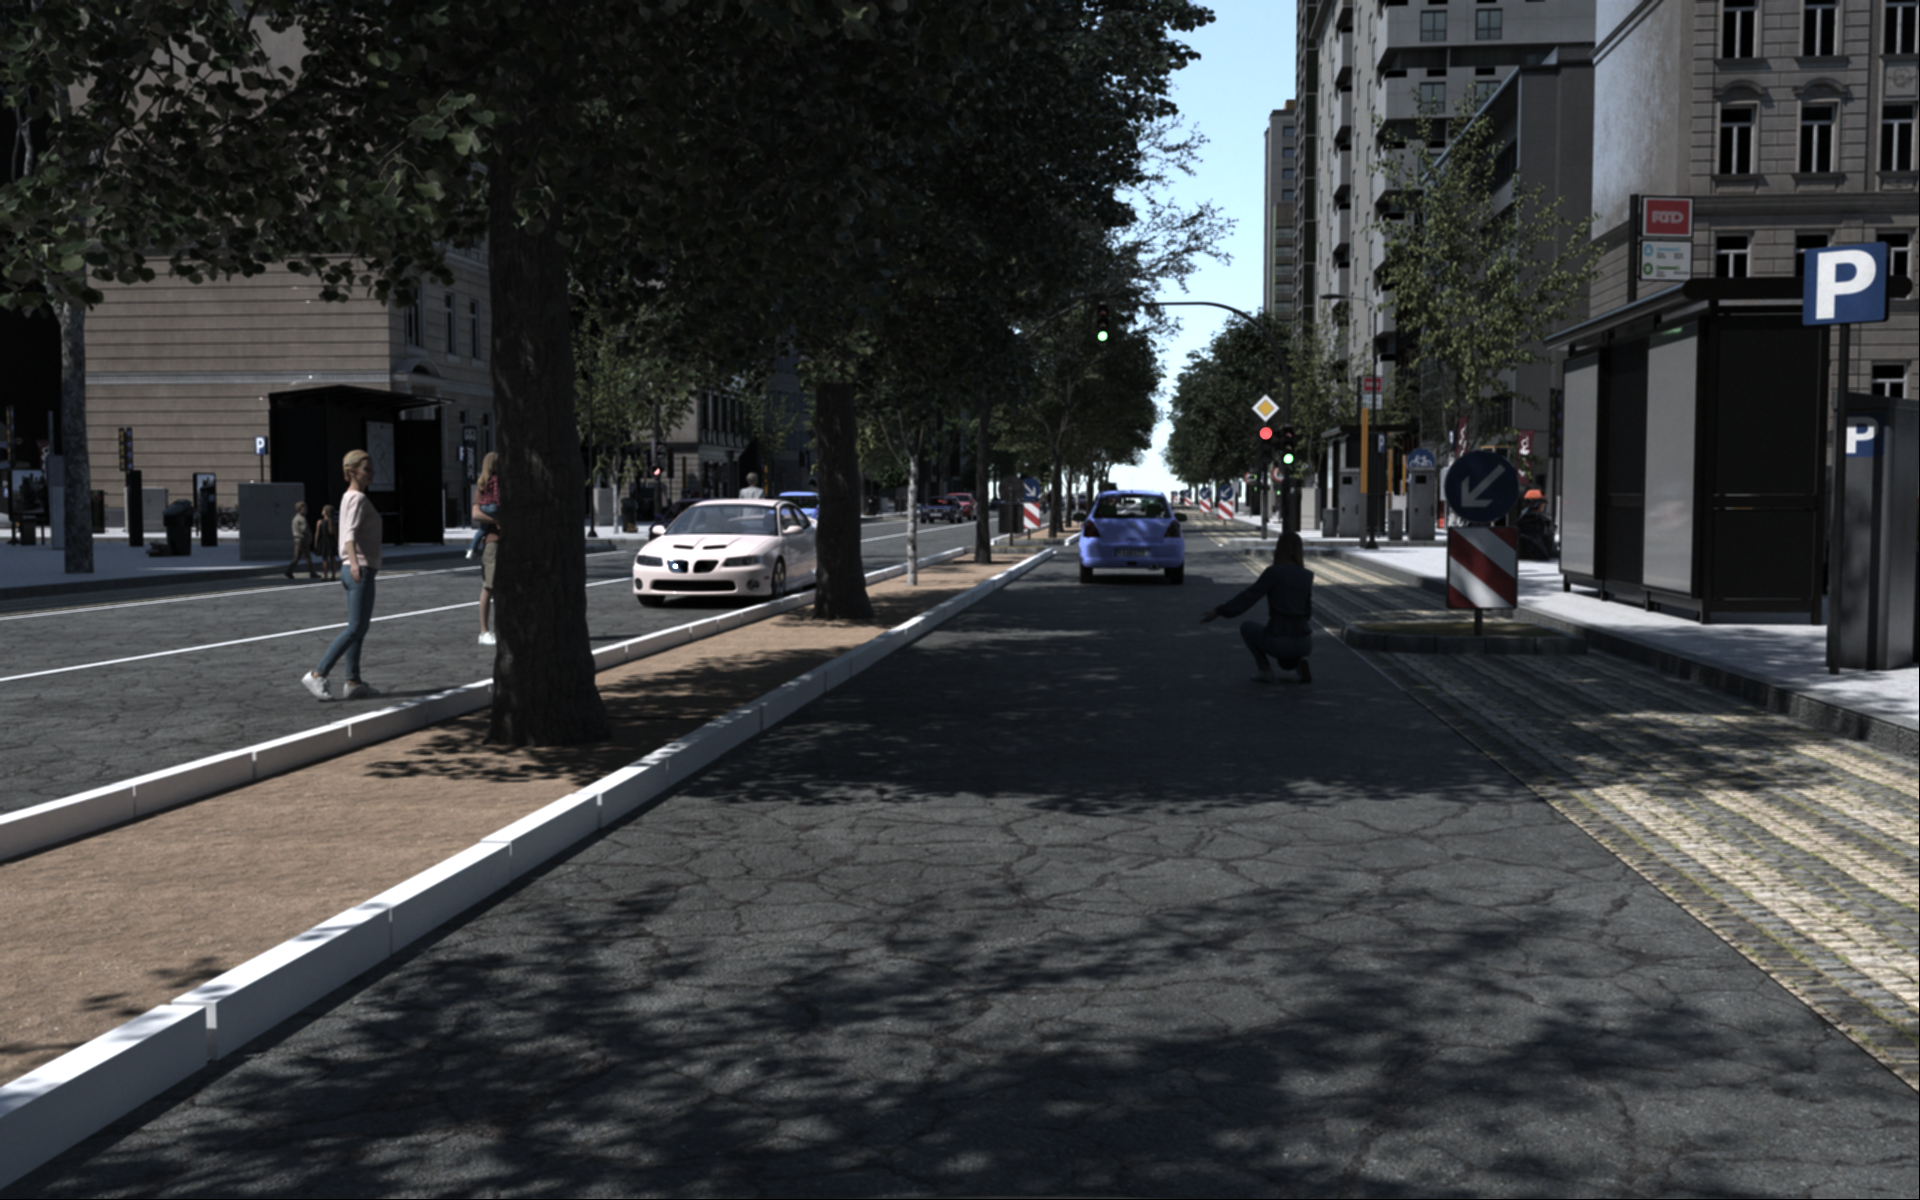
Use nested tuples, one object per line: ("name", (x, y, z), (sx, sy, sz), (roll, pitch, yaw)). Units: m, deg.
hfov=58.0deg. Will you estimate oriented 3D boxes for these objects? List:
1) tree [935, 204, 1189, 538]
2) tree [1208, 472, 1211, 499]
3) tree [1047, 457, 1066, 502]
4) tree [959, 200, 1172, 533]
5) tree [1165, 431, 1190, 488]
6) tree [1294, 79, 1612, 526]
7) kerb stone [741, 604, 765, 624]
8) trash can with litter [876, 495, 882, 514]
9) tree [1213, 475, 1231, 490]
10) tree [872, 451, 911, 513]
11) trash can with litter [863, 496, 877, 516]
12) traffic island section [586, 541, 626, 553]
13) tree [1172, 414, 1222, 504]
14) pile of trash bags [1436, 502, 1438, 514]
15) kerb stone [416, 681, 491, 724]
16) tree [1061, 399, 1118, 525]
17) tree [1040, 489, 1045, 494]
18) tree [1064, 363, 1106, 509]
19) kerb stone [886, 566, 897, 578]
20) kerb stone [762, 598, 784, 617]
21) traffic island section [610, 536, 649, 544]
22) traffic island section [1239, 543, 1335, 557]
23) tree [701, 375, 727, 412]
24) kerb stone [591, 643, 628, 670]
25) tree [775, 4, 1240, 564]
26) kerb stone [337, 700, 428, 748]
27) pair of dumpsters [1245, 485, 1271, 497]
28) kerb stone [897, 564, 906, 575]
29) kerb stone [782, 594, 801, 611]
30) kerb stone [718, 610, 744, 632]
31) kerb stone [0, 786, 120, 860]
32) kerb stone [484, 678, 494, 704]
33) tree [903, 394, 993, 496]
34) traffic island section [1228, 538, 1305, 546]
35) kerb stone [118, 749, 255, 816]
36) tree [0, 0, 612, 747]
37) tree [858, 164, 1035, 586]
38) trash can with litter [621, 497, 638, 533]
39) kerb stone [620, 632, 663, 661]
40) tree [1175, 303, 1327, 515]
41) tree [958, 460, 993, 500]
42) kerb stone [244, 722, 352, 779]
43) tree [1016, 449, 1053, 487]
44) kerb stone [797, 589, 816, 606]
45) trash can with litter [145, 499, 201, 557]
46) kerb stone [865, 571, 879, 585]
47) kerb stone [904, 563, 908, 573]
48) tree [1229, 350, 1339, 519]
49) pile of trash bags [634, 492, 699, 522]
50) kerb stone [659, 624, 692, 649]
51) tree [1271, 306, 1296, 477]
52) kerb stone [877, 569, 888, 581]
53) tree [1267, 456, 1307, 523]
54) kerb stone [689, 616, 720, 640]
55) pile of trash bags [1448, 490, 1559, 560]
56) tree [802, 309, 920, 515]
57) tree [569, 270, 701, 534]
("tree", (2.952, -7.272, 55.763), (8.767, 10.594, 7.601), (0, 4, 6))
("tree", (25.923, -15.088, 181.096), (7.601, 10.594, 8.767), (2, 4, 27))
("tree", (13.859, -21.389, 275.471), (9.928, 11.665, 9.643), (0, 3, 0))
("tree", (3.673, -8.729, 63.299), (7.486, 12.596, 7.792), (0, 3, 0))
("tree", (33.175, -19.794, 249.380), (9.928, 11.665, 9.643), (0, 3, 0))
("tree", (9.079, -4.941, 31.148), (4.737, 8.622, 4.395), (0, 3, 0))
("kerb stone", (-2.373, 0.177, 19.343), (0.120, 0.150, 1.000), (0, 4, 6))
("trash can with litter", (-5.855, -6.091, 110.649), (2.233, 1.210, 1.678), (-1, 4, -17))
("tree", (21.512, -8.896, 140.043), (1.663, 3.219, 1.824), (0, 3, 0))
("tree", (-4.408, -8.190, 117.620), (4.285, 4.588, 4.351), (0, 3, 0))
("trash can with litter", (-5.279, -5.472, 100.851), (0.624, 1.170, 1.055), (-3, 4, -39))
("traffic island section", (-9.760, -1.262, 42.908), (2.009, 0.180, 2.903), (0, 4, 6))
("tree", (29.561, -18.295, 217.245), (7.486, 12.596, 7.792), (0, 3, 0))
("pile of trash bags", (23.311, -4.587, 84.751), (3.447, 1.369, 1.912), (0, 4, -7))
("kerb stone", (-3.295, 0.673, 11.200), (0.120, 0.150, 1.000), (0, 4, 6))
("tree", (5.367, -7.711, 78.891), (4.360, 8.622, 3.978), (0, 3, 0))
("tree", (11.958, -16.139, 258.470), (1.663, 3.219, 1.824), (0, 3, 0))
("tree", (5.220, -8.055, 84.520), (4.737, 8.622, 4.395), (0, 3, 0))
("kerb stone", (-1.243, -0.449, 29.530), (0.120, 0.150, 1.000), (0, 4, 6))
("kerb stone", (-2.264, 0.116, 20.360), (0.120, 0.150, 1.000), (0, 4, 6))
("traffic island section", (-8.874, -1.747, 50.843), (2.009, 0.180, 2.903), (0, 4, 6))
("traffic island section", (7.722, -1.142, 40.957), (2.009, 0.180, 2.903), (0, 4, 6))
("tree", (-10.751, -6.784, 61.285), (4.737, 8.622, 4.395), (0, 3, 0))
("kerb stone", (-2.961, 0.490, 14.251), (0.120, 0.150, 1.000), (0, 4, 6))
("tree", (0.453, -7.495, 35.373), (12.009, 13.543, 11.850), (0, 3, 0))
("kerb stone", (-3.405, 0.735, 10.173), (0.120, 0.150, 1.000), (0, 4, 6))
("pair of dumpsters", (20.455, -7.109, 118.729), (1.574, 2.255, 4.437), (0, 4, 7))
("kerb stone", (-1.133, -0.510, 30.564), (0.120, 0.150, 1.000), (0, 4, 6))
("kerb stone", (-2.150, 0.058, 21.376), (0.120, 0.150, 1.000), (0, 4, 6))
("kerb stone", (-2.490, 0.243, 18.328), (0.120, 0.150, 1.000), (0, 4, 6))
("kerb stone", (-3.744, 0.922, 7.115), (0.120, 0.150, 1.000), (0, 4, 6))
("kerb stone", (-3.180, 0.610, 12.218), (0.120, 0.150, 1.000), (0, 4, 6))
("tree", (-1.311, -13.034, 138.867), (9.928, 11.665, 9.643), (0, 3, 0))
("traffic island section", (8.608, -1.628, 48.893), (2.009, 0.180, 2.903), (0, 4, 6))
("kerb stone", (-3.637, 0.860, 8.132), (0.120, 0.150, 1.000), (0, 4, 6))
("tree", (-2.384, -6.142, 9.532), (9.857, 13.997, 8.962), (0, 3, 0))
("tree", (-0.756, -4.533, 26.942), (4.737, 8.622, 4.395), (0, 3, 0))
("trash can with litter", (-10.905, -2.825, 57.578), (0.624, 1.170, 1.055), (-2, 4, -24))
("kerb stone", (-2.839, 0.423, 15.274), (0.120, 0.150, 1.000), (0, 4, 6))
("tree", (17.829, -11.458, 104.345), (9.611, 12.733, 9.660), (0, 3, 0))
("tree", (1.480, -11.195, 166.747), (4.285, 4.588, 4.351), (0, 3, 0))
("kerb stone", (-3.516, 0.801, 9.147), (0.120, 0.150, 1.000), (0, 4, 6))
("tree", (9.630, -19.955, 243.278), (9.611, 12.733, 9.660), (0, 3, 0))
("kerb stone", (-2.034, -0.012, 22.391), (0.120, 0.150, 1.000), (0, 4, 6))
("trash can with litter", (-16.261, -1.491, 35.761), (0.624, 1.170, 1.055), (1, 4, 16))
("kerb stone", (-1.471, -0.322, 27.498), (0.120, 0.150, 1.000), (0, 4, 6))
("kerb stone", (-1.012, -0.574, 31.579), (0.120, 0.150, 1.000), (0, 4, 6))
("tree", (15.995, -8.402, 87.742), (4.360, 8.622, 3.978), (0, 3, 0))
("pile of trash bags", (-13.760, -4.377, 81.312), (3.447, 1.369, 1.912), (0, 4, -8))
("kerb stone", (-2.734, 0.362, 16.291), (0.120, 0.150, 1.000), (0, 4, 6))
("tree", (13.466, -6.990, 64.652), (4.737, 8.622, 4.395), (0, 3, 0))
("kerb stone", (-1.367, -0.384, 28.515), (0.120, 0.150, 1.000), (0, 4, 6))
("tree", (14.428, -4.990, 76.188), (1.663, 3.219, 1.824), (0, 3, 0))
("kerb stone", (-2.609, 0.299, 17.312), (0.120, 0.150, 1.000), (0, 4, 6))
("pile of trash bags", (11.238, -1.542, 34.961), (1.912, 1.369, 3.447), (2, 4, 31))
("tree", (-5.973, -11.503, 106.201), (7.486, 12.596, 7.792), (0, 3, 0))
("tree", (-11.410, -6.461, 55.995), (4.737, 8.622, 4.395), (0, 3, 0))
